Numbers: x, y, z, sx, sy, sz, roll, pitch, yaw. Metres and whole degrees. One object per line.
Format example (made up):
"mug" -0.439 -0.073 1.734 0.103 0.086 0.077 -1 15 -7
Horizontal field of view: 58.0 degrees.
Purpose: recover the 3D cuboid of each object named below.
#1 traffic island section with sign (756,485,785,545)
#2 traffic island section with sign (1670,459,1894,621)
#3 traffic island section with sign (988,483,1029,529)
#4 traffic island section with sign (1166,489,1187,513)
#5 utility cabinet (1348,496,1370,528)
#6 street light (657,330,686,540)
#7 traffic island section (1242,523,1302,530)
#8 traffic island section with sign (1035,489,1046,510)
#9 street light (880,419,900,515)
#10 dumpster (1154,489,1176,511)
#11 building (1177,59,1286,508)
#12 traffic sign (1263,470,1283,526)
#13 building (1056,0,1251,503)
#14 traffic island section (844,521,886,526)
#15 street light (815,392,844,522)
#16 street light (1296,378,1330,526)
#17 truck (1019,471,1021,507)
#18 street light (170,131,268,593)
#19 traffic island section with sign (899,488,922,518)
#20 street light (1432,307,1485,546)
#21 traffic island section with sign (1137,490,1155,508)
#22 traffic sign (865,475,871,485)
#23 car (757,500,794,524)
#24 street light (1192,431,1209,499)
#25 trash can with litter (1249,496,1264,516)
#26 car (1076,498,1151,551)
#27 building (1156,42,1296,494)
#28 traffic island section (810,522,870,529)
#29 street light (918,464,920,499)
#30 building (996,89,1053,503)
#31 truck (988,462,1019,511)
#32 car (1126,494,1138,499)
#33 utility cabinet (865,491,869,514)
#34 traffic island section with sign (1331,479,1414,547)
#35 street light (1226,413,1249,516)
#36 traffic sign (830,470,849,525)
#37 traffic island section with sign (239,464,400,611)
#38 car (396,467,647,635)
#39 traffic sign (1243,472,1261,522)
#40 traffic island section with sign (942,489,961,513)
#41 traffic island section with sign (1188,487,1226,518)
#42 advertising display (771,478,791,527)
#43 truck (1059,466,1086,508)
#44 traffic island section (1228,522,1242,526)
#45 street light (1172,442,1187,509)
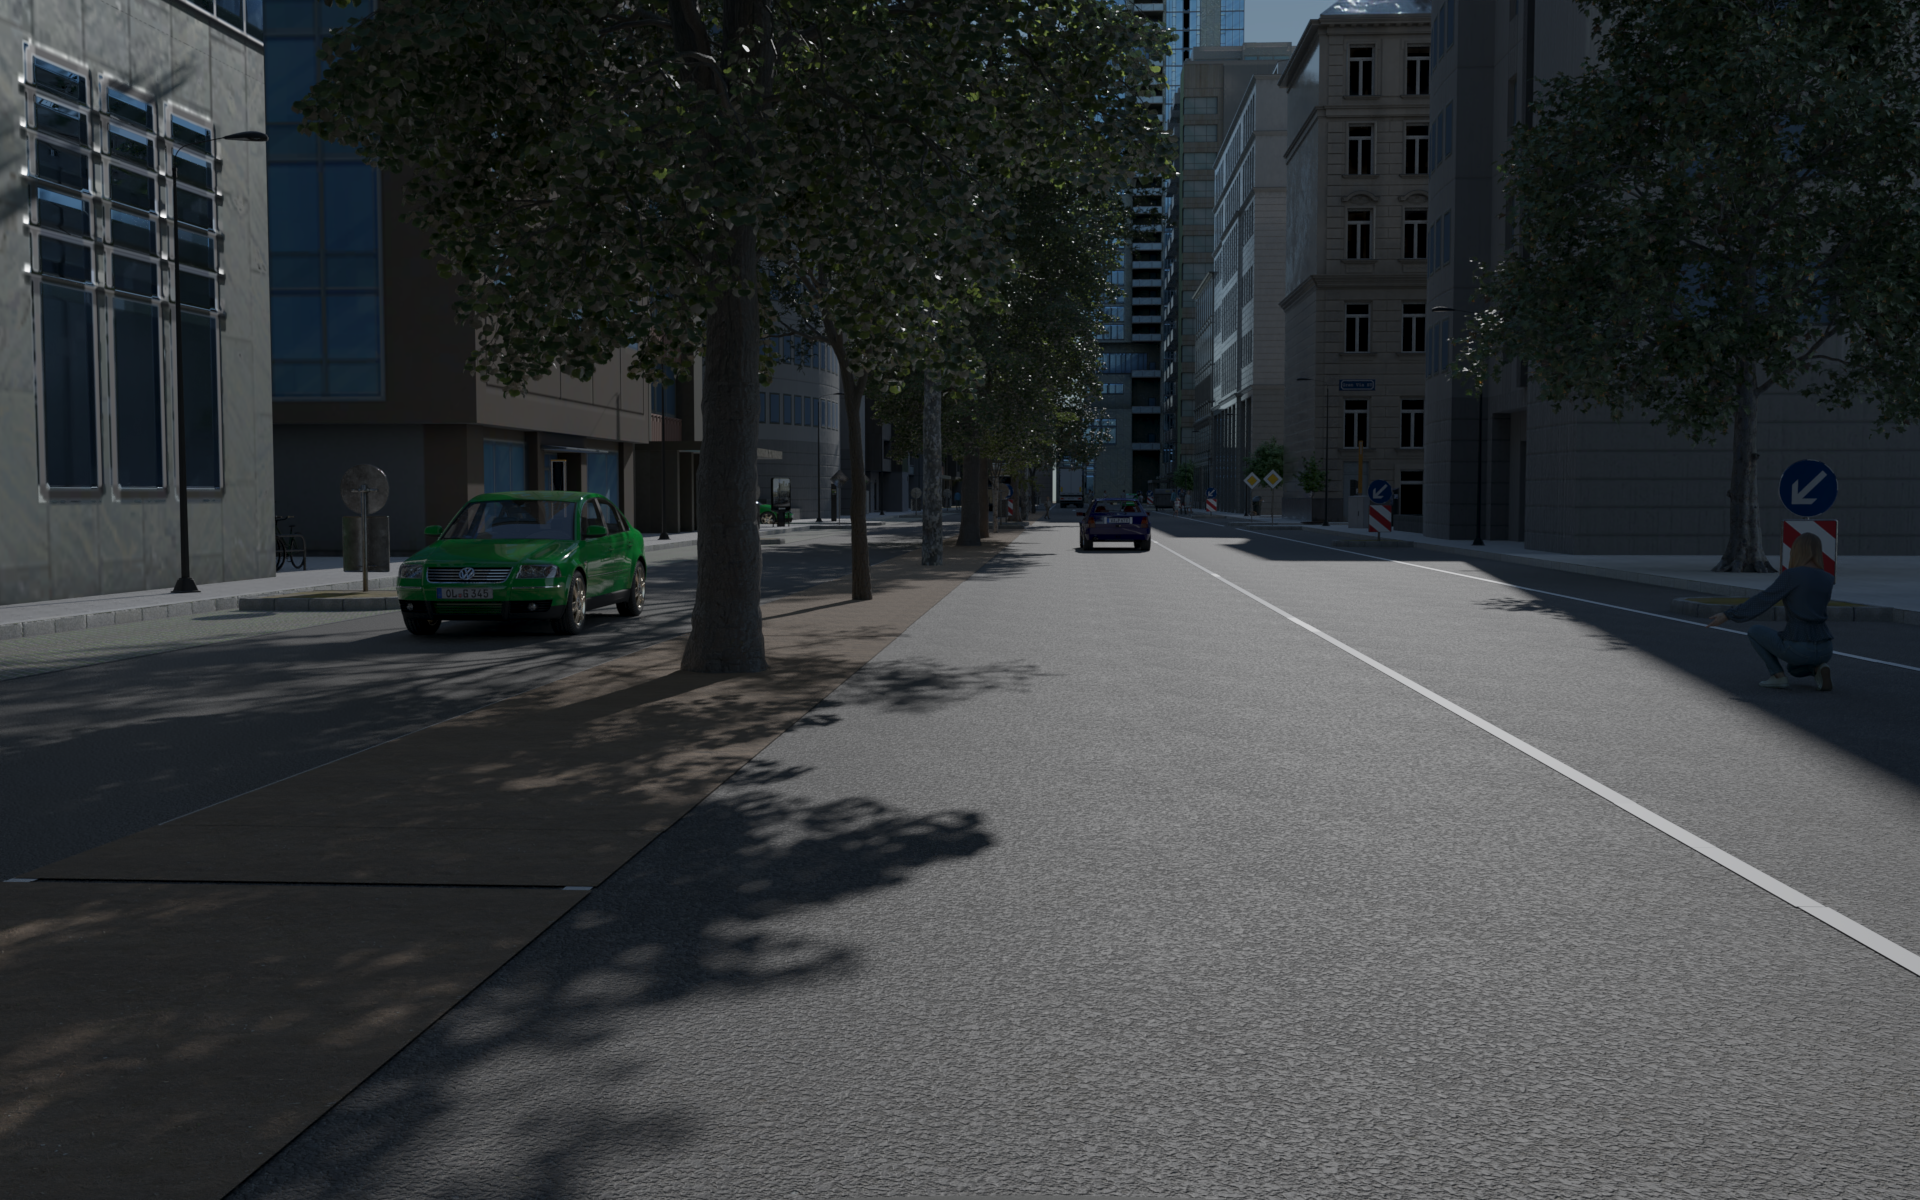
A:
"traffic island section with sign" -6.057 -2.499 49.486 1.989 1.847 2.006 0 4 4
"traffic island section with sign" 9.584 -0.725 20.478 1.989 1.847 2.006 0 4 4
"traffic island section with sign" 2.128 -4.314 78.666 2.006 1.907 1.989 0 4 4
"traffic island section with sign" 16.450 -7.409 129.764 1.989 1.847 2.006 0 4 4
"utility cabinet" 14.969 -3.294 65.021 0.306 1.237 1.020 -1 4 -21
"street light" -7.763 -4.640 48.402 1.470 5.913 1.316 0 4 4
"traffic island section" 12.706 -2.940 70.342 2.009 0.180 2.903 0 4 4
"traffic island section with sign" 6.830 -8.900 153.657 2.006 1.907 1.989 0 4 4
"street light" -4.218 -8.136 105.567 1.470 5.913 1.316 0 4 4
"dumpster" 17.014 -8.279 143.574 1.865 1.857 1.264 0 4 3
"building" 28.027 -29.559 166.889 14.154 41.232 14.086 0 4 4
"traffic sign" 12.682 -4.075 70.267 0.795 2.450 0.064 0 4 4
"building" 29.404 -57.128 246.716 31.000 86.520 22.319 0 4 4
"traffic island section" -4.500 -3.495 79.425 2.009 0.180 2.903 0 4 4
"street light" -5.930 -6.528 79.271 1.470 5.913 1.316 0 4 4
"street light" 14.104 -5.909 69.147 1.470 5.913 1.316 0 4 4
"truck" 5.833 -12.535 193.862 2.839 4.237 11.283 0 4 5
"street light" -9.550 -3.046 22.351 1.470 5.913 1.316 0 4 4
"traffic island section with sign" -2.606 -5.859 104.422 1.989 1.847 2.006 0 4 4
"street light" 12.398 -4.315 43.092 1.470 5.913 1.316 0 4 4
"traffic island section with sign" 19.594 -10.473 179.867 1.989 1.847 2.006 0 4 4
"traffic sign" -4.476 -4.631 79.362 0.795 2.450 0.064 0 4 4
"car" -9.614 -4.073 75.382 4.718 1.807 1.959 0 4 3
"street light" 17.682 -9.444 126.958 1.470 5.913 1.316 0 4 4
"trash can with litter" 17.423 -5.531 101.823 0.624 1.170 1.055 2 4 30
"car" 4.025 -1.998 45.254 1.945 1.354 3.894 0 4 2
"building" 33.890 -34.798 188.557 23.786 49.044 30.456 0 4 4
"traffic island section" -5.000 -3.008 71.456 2.009 0.180 2.903 0 4 4
"street light" -2.582 -9.735 131.708 1.470 5.913 1.316 0 4 4
"building" -0.667 -43.169 247.819 28.212 58.520 21.231 0 4 4
"truck" 3.478 -9.628 146.338 2.839 4.237 11.283 0 4 5
"car" 16.142 -9.518 164.414 1.959 1.807 4.718 0 4 3
"utility cabinet" -6.278 -6.104 108.475 1.173 1.500 0.318 2 4 27
"traffic island section with sign" 11.281 -2.381 47.559 1.989 1.847 2.006 0 4 4
"street light" 15.975 -7.778 99.717 1.470 5.913 1.316 0 4 4
"traffic sign" -4.976 -4.144 71.393 0.795 2.450 0.064 0 4 4
"traffic island section with sign" -7.769 -0.820 22.039 1.989 1.847 2.006 0 4 4
"car" -4.693 -0.626 19.031 1.959 1.807 4.718 0 4 2
"traffic sign" 13.183 -4.562 78.236 0.795 2.450 0.064 0 4 4
"traffic island section with sign" -0.910 -7.504 131.324 1.989 1.847 2.006 0 4 4
"traffic island section with sign" 14.756 -5.764 102.862 1.989 1.847 2.006 0 4 4
"advertising display" -7.046 -3.848 68.129 0.123 1.923 0.974 3 5 40
"truck" 11.760 -11.783 181.557 2.839 4.237 11.283 0 4 5
"traffic island section" 13.207 -3.427 78.312 2.009 0.180 2.903 0 4 4
"street light" 19.413 -11.044 153.104 1.470 5.913 1.316 0 4 4
